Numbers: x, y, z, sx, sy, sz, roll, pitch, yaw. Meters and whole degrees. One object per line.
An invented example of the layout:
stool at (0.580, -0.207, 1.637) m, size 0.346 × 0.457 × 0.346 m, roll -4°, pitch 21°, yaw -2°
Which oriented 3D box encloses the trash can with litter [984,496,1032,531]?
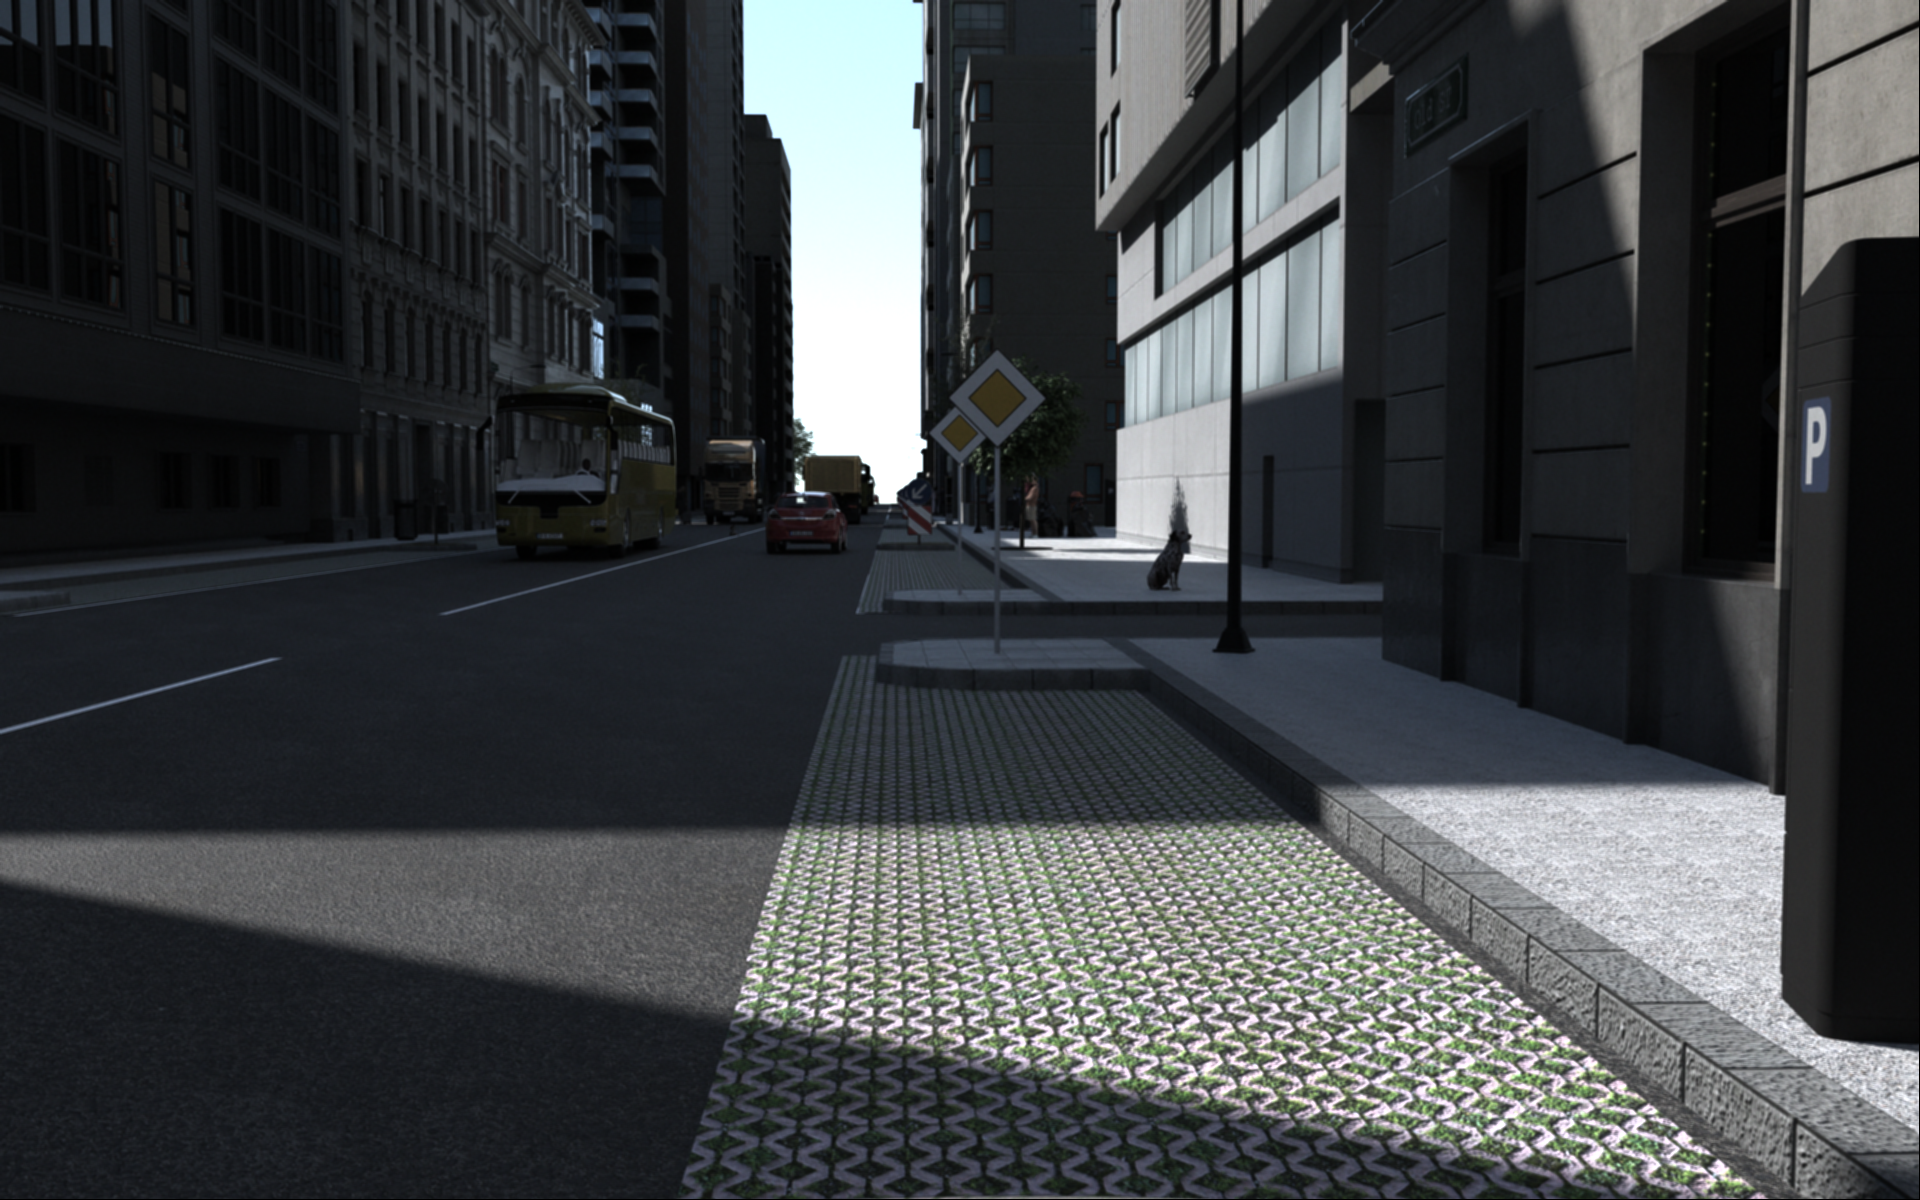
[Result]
trash can with litter at (2.086, -3.005, 60.197) m, size 2.233 × 1.210 × 1.678 m, roll 3°, pitch 4°, yaw 37°

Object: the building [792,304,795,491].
building at (-30.772, -28.835, 243.152) m, size 14.160 × 30.474 × 14.107 m, roll 0°, pitch 4°, yaw -2°

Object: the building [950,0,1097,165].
building at (6.330, -26.059, 109.661) m, size 14.154 × 41.232 × 14.086 m, roll 0°, pitch 4°, yaw -2°

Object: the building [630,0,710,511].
building at (-27.142, -29.588, 133.882) m, size 14.600 × 45.320 × 14.200 m, roll 0°, pitch 4°, yaw -2°

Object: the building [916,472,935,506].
building at (5.456, -46.194, 193.518) m, size 20.563 × 71.187 × 20.611 m, roll 0°, pitch 4°, yaw -2°

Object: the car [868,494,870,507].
car at (-11.425, -11.546, 197.449) m, size 2.281 × 1.827 × 5.304 m, roll 0°, pitch 4°, yaw -2°

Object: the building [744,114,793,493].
building at (-33.071, -36.740, 224.408) m, size 21.300 × 48.544 × 21.600 m, roll 0°, pitch 4°, yaw -2°

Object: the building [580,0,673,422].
building at (-29.751, -48.763, 109.939) m, size 22.319 × 86.520 × 31.000 m, roll 0°, pitch 4°, yaw -2°

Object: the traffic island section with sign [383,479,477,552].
traffic island section with sign at (-13.360, -2.155, 43.855) m, size 1.989 × 1.847 × 2.006 m, roll 0°, pitch 4°, yaw -2°

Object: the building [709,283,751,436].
building at (-33.916, -19.033, 156.231) m, size 27.650 × 21.520 × 28.899 m, roll 0°, pitch 4°, yaw -2°

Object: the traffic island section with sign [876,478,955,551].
traffic island section with sign at (-1.160, -2.195, 44.521) m, size 1.989 × 1.847 × 2.006 m, roll 0°, pitch 4°, yaw -2°

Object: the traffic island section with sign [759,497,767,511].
traffic island section with sign at (-17.338, -8.550, 148.426) m, size 1.989 × 1.847 × 2.006 m, roll 0°, pitch 4°, yaw -2°

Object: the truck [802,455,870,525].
truck at (-6.139, -5.440, 84.869) m, size 3.469 × 3.379 × 9.791 m, roll 0°, pitch 4°, yaw -3°

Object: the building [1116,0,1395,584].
building at (17.240, -27.239, 34.595) m, size 27.495 × 52.752 × 28.713 m, roll 0°, pitch 4°, yaw -2°

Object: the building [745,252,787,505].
building at (-28.341, -26.642, 207.305) m, size 14.160 × 30.474 × 14.107 m, roll 0°, pitch 4°, yaw -2°

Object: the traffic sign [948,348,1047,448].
traffic sign at (0.319, -0.717, 13.910) m, size 0.795 × 2.593 × 0.064 m, roll 0°, pitch 4°, yaw -2°

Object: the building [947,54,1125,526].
building at (13.637, -14.573, 83.311) m, size 27.650 × 21.520 × 28.899 m, roll 0°, pitch 4°, yaw -2°

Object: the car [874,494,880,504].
car at (-12.617, -14.753, 250.244) m, size 2.155 × 1.783 × 4.494 m, roll 0°, pitch 4°, yaw -4°

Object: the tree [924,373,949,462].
tree at (-0.107, -9.153, 100.014) m, size 4.737 × 8.622 × 4.395 m, roll 0°, pitch 3°, yaw 0°

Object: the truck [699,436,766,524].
truck at (-11.121, -5.931, 85.880) m, size 2.839 × 4.237 × 11.283 m, roll 0°, pitch 4°, yaw -3°

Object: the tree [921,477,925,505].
tree at (-4.107, -11.557, 183.563) m, size 1.663 × 3.219 × 1.824 m, roll 0°, pitch 3°, yaw 0°

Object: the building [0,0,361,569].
building at (-21.879, -14.590, 32.046) m, size 14.314 × 27.812 × 24.014 m, roll 0°, pitch 4°, yaw -2°

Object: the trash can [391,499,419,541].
trash can at (-15.350, -2.221, 47.963) m, size 0.748 × 1.137 × 0.748 m, roll 0°, pitch 3°, yaw 0°

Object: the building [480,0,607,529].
building at (-23.813, -17.527, 73.953) m, size 14.401 × 28.519 × 23.554 m, roll 0°, pitch 4°, yaw -2°

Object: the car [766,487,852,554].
car at (-3.772, -2.077, 42.999) m, size 2.155 × 1.783 × 4.494 m, roll 0°, pitch 4°, yaw -1°

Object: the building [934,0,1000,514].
building at (8.540, -36.024, 130.995) m, size 21.231 × 58.520 × 28.212 m, roll 0°, pitch 4°, yaw -2°

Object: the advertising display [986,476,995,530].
advertising display at (1.184, -3.483, 62.161) m, size 0.123 × 1.923 × 0.974 m, roll -1°, pitch 4°, yaw -22°

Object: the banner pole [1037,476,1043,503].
banner pole at (2.433, -3.997, 55.375) m, size 0.863 × 3.779 × 0.401 m, roll -3°, pitch 4°, yaw -38°

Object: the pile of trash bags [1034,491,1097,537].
pile of trash bags at (3.290, -2.625, 52.674) m, size 1.912 × 1.369 × 3.447 m, roll 1°, pitch 4°, yaw 13°

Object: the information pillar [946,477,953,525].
information pillar at (-0.452, -4.171, 72.680) m, size 0.304 × 2.012 × 0.304 m, roll 0°, pitch 4°, yaw -2°

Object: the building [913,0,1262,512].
building at (10.197, -34.856, 159.141) m, size 28.713 × 52.752 × 27.495 m, roll 0°, pitch 4°, yaw -2°

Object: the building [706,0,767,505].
building at (-31.840, -45.881, 188.399) m, size 20.563 × 71.187 × 20.611 m, roll 0°, pitch 4°, yaw -2°

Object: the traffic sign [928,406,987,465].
traffic sign at (0.015, -1.205, 21.889) m, size 0.795 × 2.593 × 0.064 m, roll 0°, pitch 4°, yaw -2°

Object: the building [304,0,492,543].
building at (-21.397, -12.492, 53.388) m, size 9.793 × 20.994 × 18.267 m, roll 0°, pitch 4°, yaw -2°
